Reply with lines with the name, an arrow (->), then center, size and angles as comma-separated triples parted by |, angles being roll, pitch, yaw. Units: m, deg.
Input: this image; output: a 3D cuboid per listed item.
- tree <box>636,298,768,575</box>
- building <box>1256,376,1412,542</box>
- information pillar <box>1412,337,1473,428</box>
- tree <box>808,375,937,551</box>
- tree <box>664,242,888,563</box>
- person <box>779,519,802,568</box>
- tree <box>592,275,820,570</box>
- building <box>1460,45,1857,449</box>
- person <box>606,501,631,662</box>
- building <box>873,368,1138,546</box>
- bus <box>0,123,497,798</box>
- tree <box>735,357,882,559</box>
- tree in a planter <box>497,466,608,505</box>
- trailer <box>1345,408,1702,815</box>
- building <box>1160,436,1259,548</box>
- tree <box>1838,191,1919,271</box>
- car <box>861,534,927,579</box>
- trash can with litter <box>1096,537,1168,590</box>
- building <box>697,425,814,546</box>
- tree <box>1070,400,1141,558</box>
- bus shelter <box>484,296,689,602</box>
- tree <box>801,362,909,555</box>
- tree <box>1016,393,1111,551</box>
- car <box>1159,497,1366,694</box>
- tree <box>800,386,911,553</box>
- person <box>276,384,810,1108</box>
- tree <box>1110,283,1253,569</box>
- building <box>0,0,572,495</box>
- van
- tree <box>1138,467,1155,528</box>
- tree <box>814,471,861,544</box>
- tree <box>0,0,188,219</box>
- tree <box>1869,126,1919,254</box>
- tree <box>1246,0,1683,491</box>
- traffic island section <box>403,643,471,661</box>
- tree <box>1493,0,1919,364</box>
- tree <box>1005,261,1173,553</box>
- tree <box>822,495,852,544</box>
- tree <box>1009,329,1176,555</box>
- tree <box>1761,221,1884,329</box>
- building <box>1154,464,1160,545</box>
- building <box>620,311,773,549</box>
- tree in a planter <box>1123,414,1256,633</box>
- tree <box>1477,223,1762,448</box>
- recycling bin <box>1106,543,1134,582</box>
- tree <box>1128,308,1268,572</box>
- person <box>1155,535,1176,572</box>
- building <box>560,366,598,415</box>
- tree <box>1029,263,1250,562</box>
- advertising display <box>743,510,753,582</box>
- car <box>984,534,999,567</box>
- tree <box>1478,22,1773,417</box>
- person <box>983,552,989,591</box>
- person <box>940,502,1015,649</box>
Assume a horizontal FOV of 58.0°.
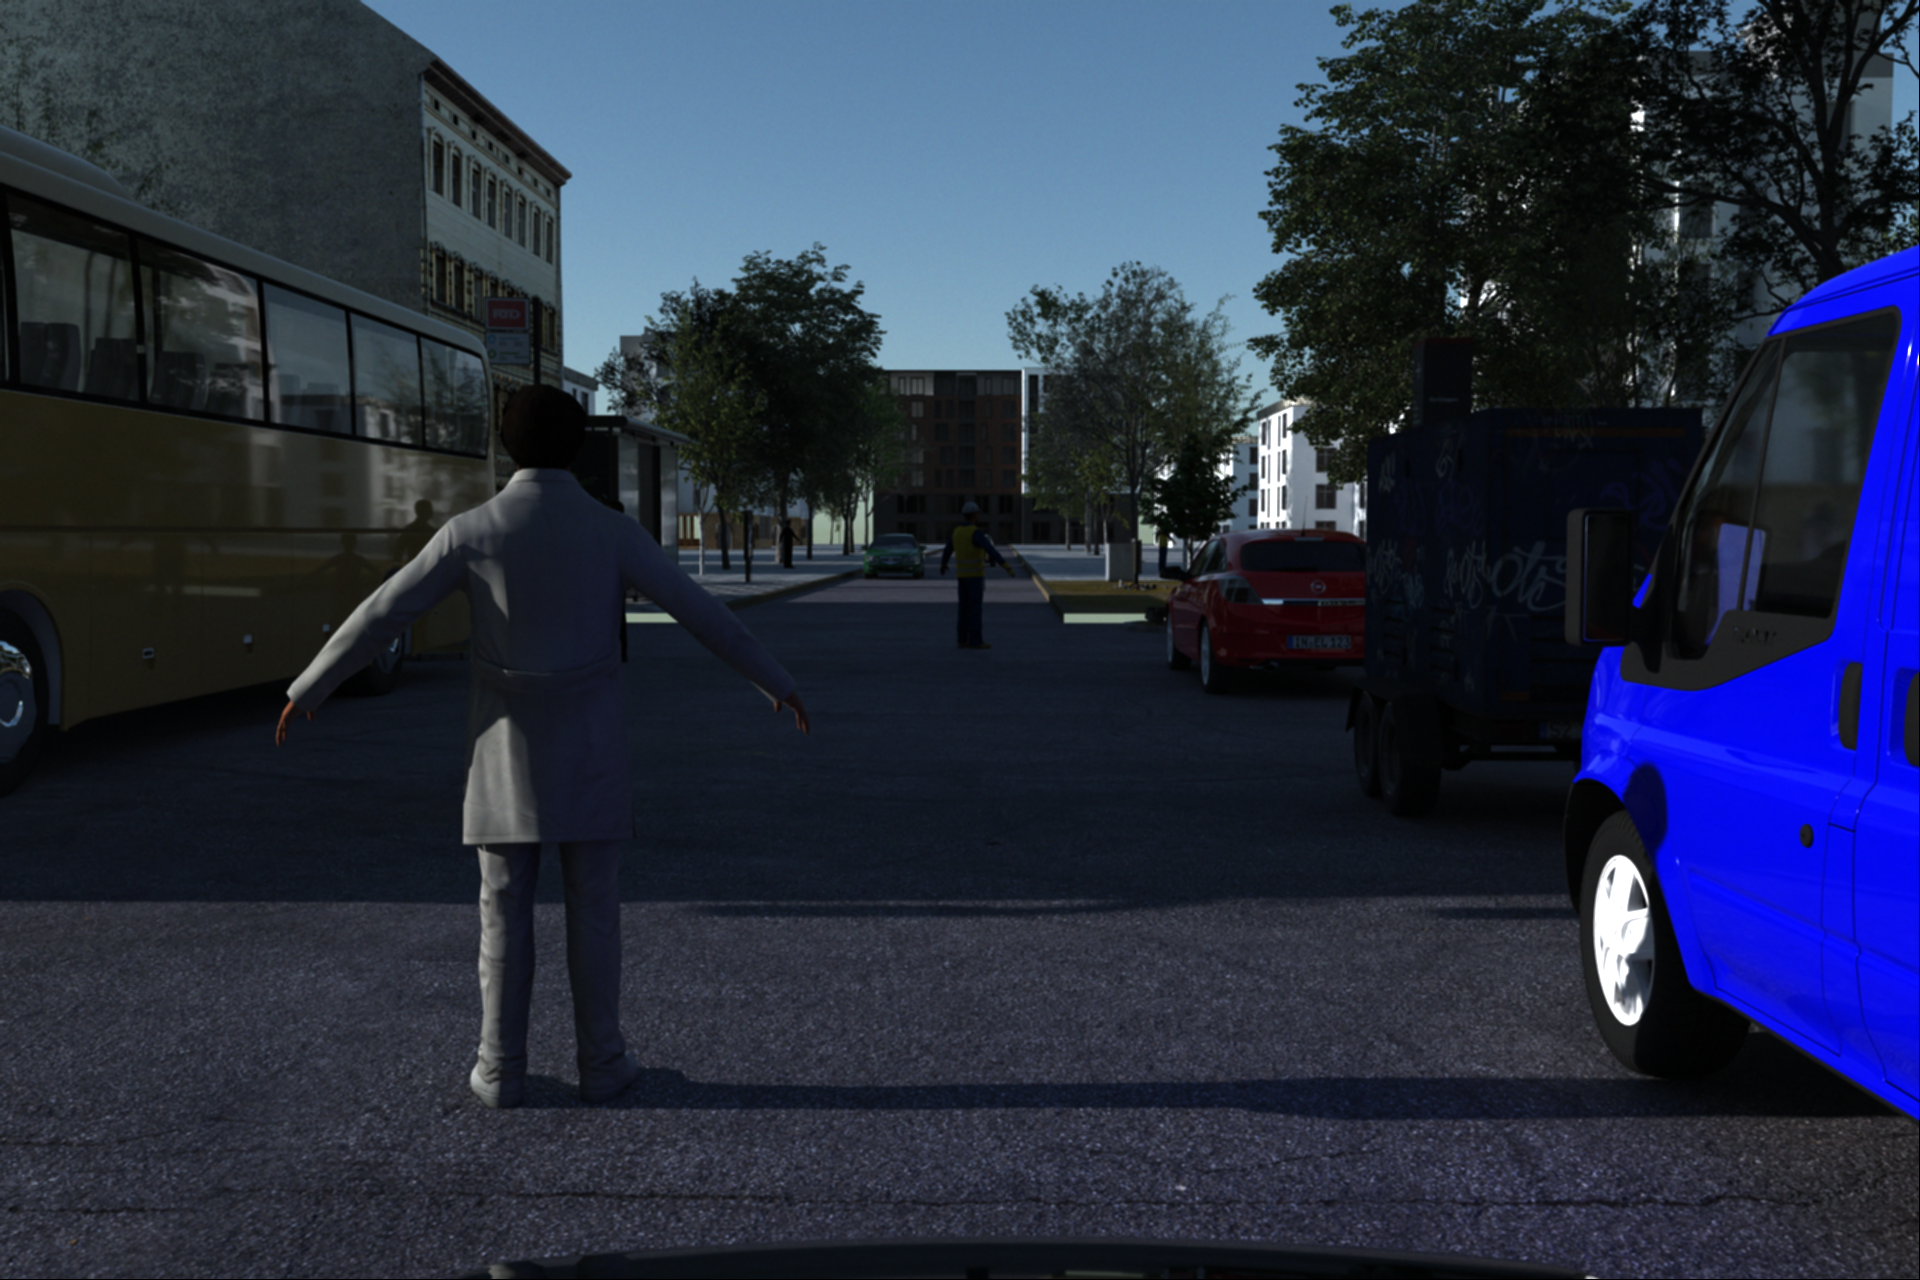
tree -> -8.021, -6.327, 53.814 | 4.737, 8.622, 4.395 | 0, 3, 0
building -> 24.535, -9.952, 104.866 | 9.099, 9.664, 28.070 | 0, 4, 1
information pillar -> 6.428, -2.067, 23.173 | 0.750, 3.857, 0.750 | 0, 4, 1
tree -> -6.847, -13.331, 128.331 | 12.009, 13.543, 11.850 | 0, 3, 0
tree -> -7.917, -10.335, 75.634 | 9.857, 13.997, 8.962 | 0, 3, 0
person -> -6.409, -3.608, 64.931 | 0.705, 1.837, 1.347 | -3, 5, -43
tree -> -8.667, -7.834, 62.506 | 7.601, 10.594, 8.767 | 3, 5, 44
building -> 26.797, -13.281, 73.567 | 16.016, 20.090, 11.380 | 0, 4, 2
person -> -3.885, -0.658, 19.445 | 0.704, 1.802, 1.346 | -1, 4, -14
building -> 5.336, -23.146, 224.861 | 32.646, 21.610, 27.936 | 0, 4, -1
bus -> -6.308, -1.283, 12.529 | 2.896, 3.916, 12.252 | 0, 4, 1
tree -> -7.727, -9.347, 87.241 | 8.767, 10.594, 7.601 | 1, 4, 11
tree in a planter -> -6.244, -1.741, 25.690 | 1.991, 3.239, 1.994 | 0, 4, 2
trailer -> 2.926, -0.169, 9.814 | 1.471, 1.999, 3.904 | 0, 4, 2
building -> 24.397, -13.484, 162.614 | 9.099, 9.664, 28.070 | 0, 4, 1
tree -> 19.087, -5.139, 34.383 | 4.737, 8.622, 4.395 | 0, 3, 0
car -> -2.122, -2.736, 56.534 | 2.131, 1.459, 4.920 | 0, 4, 1
trash can with litter -> 4.038, -1.798, 40.456 | 1.678, 1.210, 2.233 | 0, 4, 2
building -> -22.040, -20.120, 185.386 | 16.016, 20.090, 11.380 | 0, 4, 2
tree -> 7.806, -8.679, 92.270 | 4.737, 8.622, 4.395 | 0, 3, 0
bus shelter -> -6.883, -3.327, 32.032 | 2.179, 5.291, 8.768 | 0, 4, 1
tree -> -6.889, -10.907, 104.091 | 9.928, 11.665, 9.643 | 0, 3, 0
tree -> 8.184, -13.194, 133.845 | 7.486, 12.596, 7.792 | 0, 3, 0
car -> 3.090, -0.488, 17.021 | 2.155, 1.783, 4.494 | 0, 4, 0
tree -> -7.219, -11.668, 116.523 | 9.928, 11.665, 9.643 | 0, 3, 0
person -> -1.048, 0.259, 4.413 | 1.347, 1.806, 0.705 | -1, 4, -10
tree -> 6.885, -6.128, 50.548 | 4.360, 8.622, 3.978 | 0, 3, 0
building -> -26.148, -14.259, 64.056 | 19.493, 23.208, 18.063 | 0, 4, 1
van -> 2.651, 0.094, 2.844 | 2.240, 2.365, 5.245 | 0, 4, 1
tree -> 26.581, -18.785, 225.266 | 7.486, 12.596, 7.792 | 0, 3, 0
tree -> -16.053, -17.451, 219.740 | 7.601, 10.594, 8.767 | 1, 4, 10
tree -> -12.797, -4.383, 22.017 | 4.360, 8.622, 3.978 | 0, 3, 0
tree -> 17.386, -4.809, 28.982 | 4.737, 8.622, 4.395 | 0, 3, 0
tree -> 10.552, -8.015, 37.699 | 9.857, 13.997, 8.962 | 0, 3, 0
traffic island section -> -6.398, 0.145, 20.501 | 1.991, 0.108, 1.994 | 0, 4, 1
tree -> 9.195, -5.052, 17.010 | 8.767, 10.594, 7.601 | 3, 4, 38
tree -> 10.312, -16.081, 118.811 | 12.611, 20.169, 13.585 | 0, 3, 0
tree -> -16.036, -16.892, 226.549 | 4.737, 8.622, 4.395 | 0, 3, 0
tree -> 8.118, -11.837, 103.899 | 12.009, 13.543, 11.850 | 0, 3, 0
tree -> 20.426, -5.504, 40.355 | 4.360, 8.622, 3.978 | 0, 3, 0
building -> 27.110, -15.226, 191.096 | 9.099, 9.664, 28.070 | 0, 4, 1
building -> -22.567, -17.804, 147.510 | 16.016, 20.090, 11.380 | 0, 4, 0
tree in a planter -> 3.479, -1.757, 25.955 | 1.991, 3.239, 1.994 | 0, 4, 1
tree -> 17.945, -6.883, 46.955 | 8.767, 10.594, 7.601 | 0, 4, 5
recycling bin -> 4.324, -2.096, 46.824 | 0.722, 1.027, 0.722 | 0, 4, 1
tree -> 7.664, -6.519, 56.952 | 4.737, 8.622, 4.395 | 0, 3, 0
person -> 6.936, -3.187, 58.568 | 0.721, 1.772, 1.216 | -2, 4, -25
building -> -24.218, -9.309, 94.356 | 9.099, 9.664, 28.070 | 0, 4, 0
tree -> 7.955, -10.275, 78.369 | 12.009, 13.543, 11.850 | 0, 3, 0
advertising display -> -5.678, -2.524, 46.476 | 0.123, 1.923, 0.974 | 0, 4, 0
car -> 0.728, -4.106, 76.923 | 2.009, 1.686, 4.222 | 0, 4, 0
tree -> 9.869, -4.599, 25.554 | 4.360, 8.622, 3.978 | 0, 3, 0
person -> 0.460, -1.925, 43.204 | 0.599, 1.433, 0.991 | 2, 4, 31
person -> 0.155, -0.813, 21.725 | 0.705, 1.833, 1.349 | -3, 5, -41
